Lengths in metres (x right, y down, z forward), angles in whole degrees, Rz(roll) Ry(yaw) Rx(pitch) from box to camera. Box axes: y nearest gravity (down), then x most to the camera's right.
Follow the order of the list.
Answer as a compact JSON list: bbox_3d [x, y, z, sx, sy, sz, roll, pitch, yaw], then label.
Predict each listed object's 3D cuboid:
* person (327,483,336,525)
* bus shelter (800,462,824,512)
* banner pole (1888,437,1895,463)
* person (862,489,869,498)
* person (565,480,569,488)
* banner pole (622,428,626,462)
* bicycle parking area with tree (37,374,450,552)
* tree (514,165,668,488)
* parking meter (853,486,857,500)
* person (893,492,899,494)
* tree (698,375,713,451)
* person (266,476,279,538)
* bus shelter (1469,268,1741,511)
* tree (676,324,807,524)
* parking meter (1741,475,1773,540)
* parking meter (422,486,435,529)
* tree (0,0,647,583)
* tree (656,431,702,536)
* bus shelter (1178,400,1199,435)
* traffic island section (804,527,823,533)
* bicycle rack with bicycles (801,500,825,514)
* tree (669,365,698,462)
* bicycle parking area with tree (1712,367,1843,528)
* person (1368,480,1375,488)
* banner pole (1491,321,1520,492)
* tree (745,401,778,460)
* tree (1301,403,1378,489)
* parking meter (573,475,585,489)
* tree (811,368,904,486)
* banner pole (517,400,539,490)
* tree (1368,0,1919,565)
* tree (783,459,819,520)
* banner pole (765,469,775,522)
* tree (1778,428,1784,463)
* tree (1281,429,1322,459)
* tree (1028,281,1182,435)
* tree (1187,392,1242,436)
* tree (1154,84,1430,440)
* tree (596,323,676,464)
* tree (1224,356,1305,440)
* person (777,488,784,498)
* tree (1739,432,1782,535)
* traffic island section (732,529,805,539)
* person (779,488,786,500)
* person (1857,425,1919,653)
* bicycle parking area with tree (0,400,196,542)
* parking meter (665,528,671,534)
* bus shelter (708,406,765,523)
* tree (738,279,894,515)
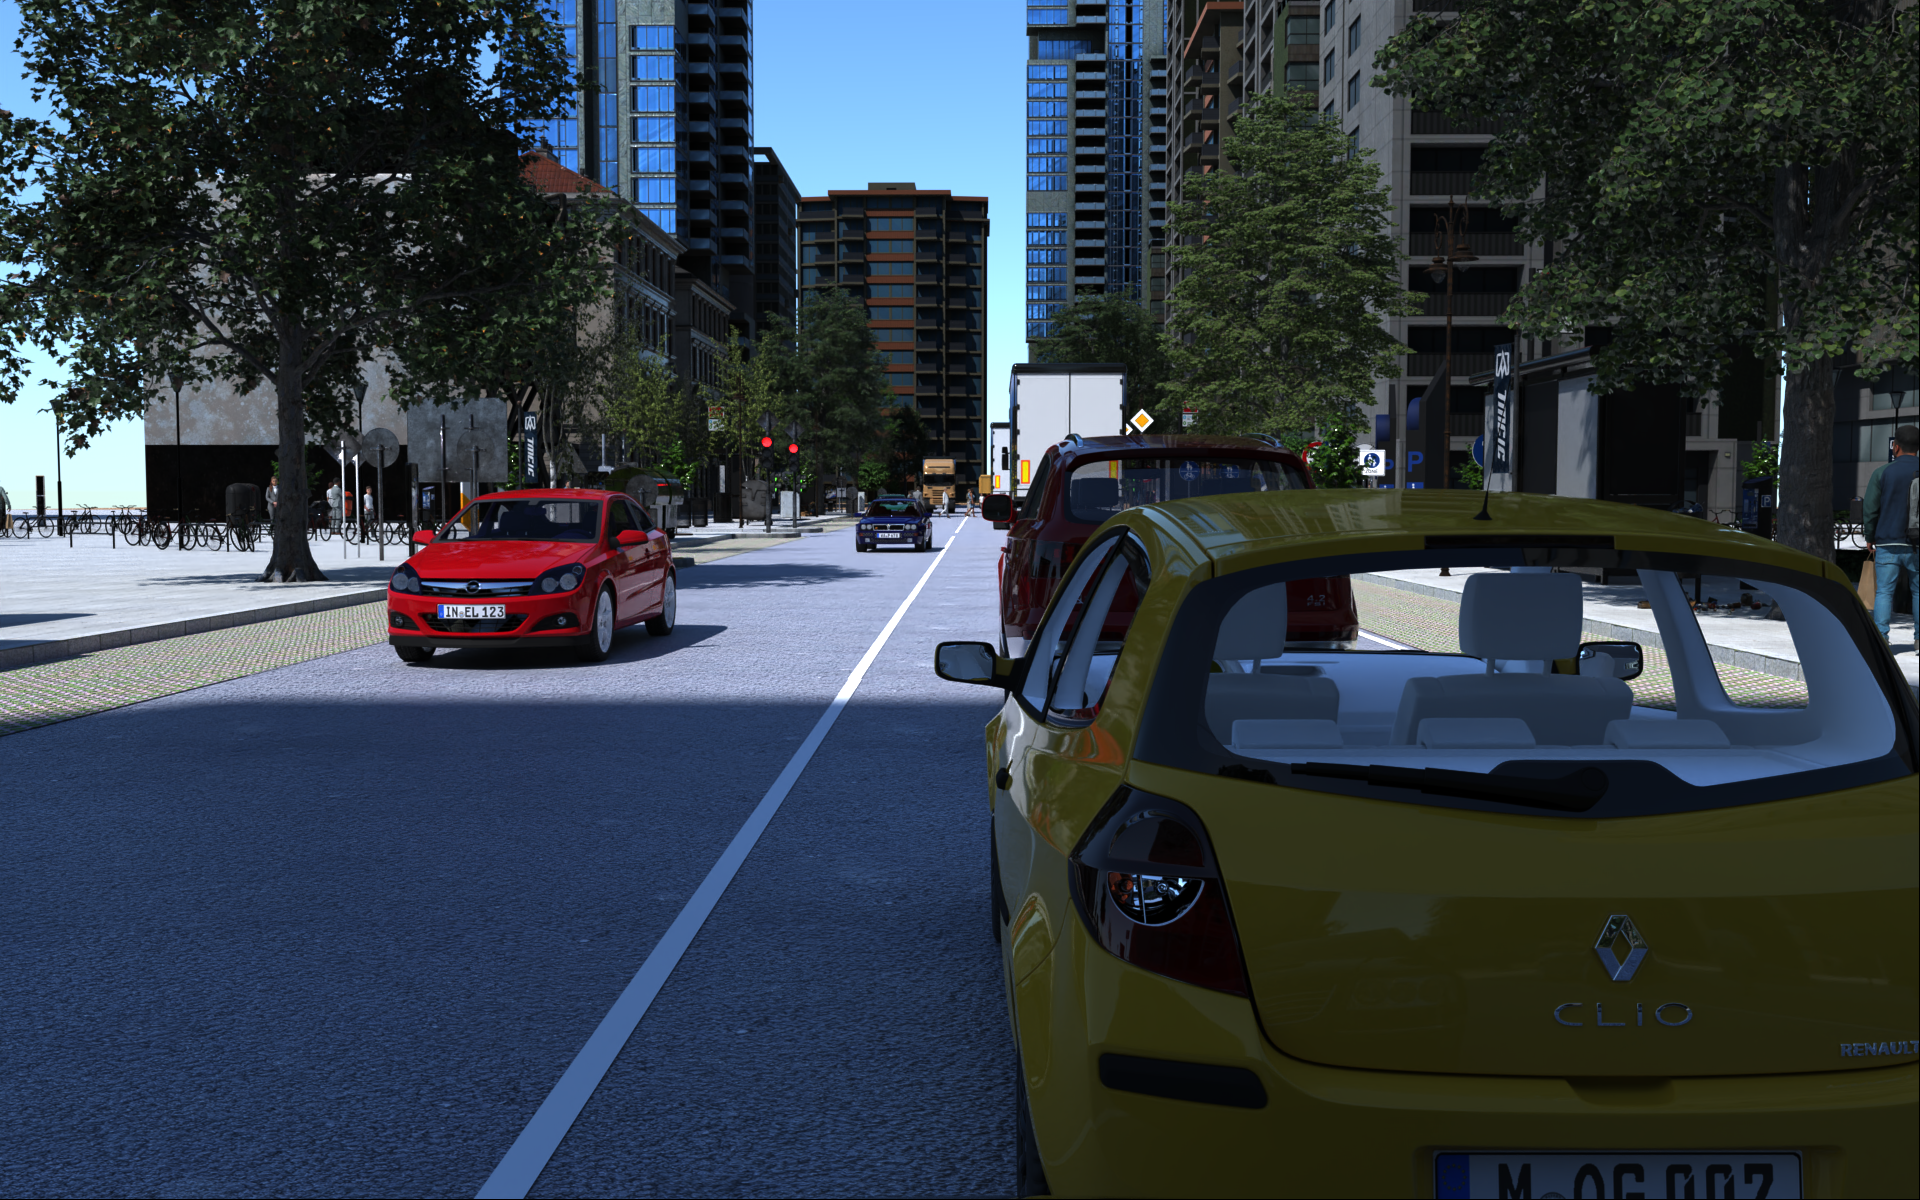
[{"bbox_3d":[-25.626,-3.931,70.893,0.480,1.755,0.524,1,4,18],"label":"person"},{"bbox_3d":[-9.900,-7.620,115.864,1.731,3.624,6.357,0,4,1],"label":"bus shelter"},{"bbox_3d":[36.152,-4.687,66.657,0.863,3.779,0.401,2,4,25],"label":"banner pole"},{"bbox_3d":[-9.527,-10.105,171.245,0.705,1.826,1.348,3,5,42],"label":"person"},{"bbox_3d":[-15.386,-3.774,67.775,0.620,1.820,0.660,2,4,28],"label":"person"},{"bbox_3d":[-12.858,-4.667,66.327,0.401,3.779,0.863,-1,4,-20],"label":"banner pole"},{"bbox_3d":[-16.851,-3.410,42.762,8.231,4.147,9.016,-3,5,-44],"label":"bicycle parking area with tree"},{"bbox_3d":[-9.166,-5.476,39.888,4.360,8.622,3.978,0,3,0],"label":"tree"},{"bbox_3d":[-7.675,-7.430,127.199,0.255,1.863,0.399,-2,4,-29],"label":"parking meter"},{"bbox_3d":[-7.257,-11.623,195.711,1.348,1.869,0.705,0,4,-3],"label":"person"},{"bbox_3d":[-16.192,-9.142,99.827,4.360,8.622,3.978,0,3,0],"label":"tree"},{"bbox_3d":[-19.544,-2.645,49.561,0.520,1.790,0.573,-3,4,-38],"label":"person"},{"bbox_3d":[9.900,-3.113,28.522,2.179,5.291,8.768,0,4,1],"label":"bus shelter"},{"bbox_3d":[-9.191,-7.601,74.645,4.737,8.622,4.395,0,3,0],"label":"tree"},{"bbox_3d":[10.707,-0.910,23.283,0.372,1.533,0.369,0,3,0],"label":"parking meter"},{"bbox_3d":[-16.974,-2.871,55.355,0.372,1.533,0.369,0,3,0],"label":"parking meter"},{"bbox_3d":[-9.777,-6.623,25.300,9.611,12.733,9.660,0,3,0],"label":"tree"},{"bbox_3d":[-8.726,-3.617,53.741,1.663,3.219,1.824,0,3,0],"label":"tree"},{"bbox_3d":[9.103,-5.750,71.643,2.179,5.291,8.768,0,4,1],"label":"bus shelter"},{"bbox_3d":[-6.242,-2.626,65.216,2.009,0.180,2.903,0,4,1],"label":"traffic island section"},{"bbox_3d":[-9.572,-5.717,106.859,2.925,0.926,2.852,-1,4,-16],"label":"bicycle rack with bicycles"},{"bbox_3d":[-16.367,-8.640,91.621,4.360,8.622,3.978,0,3,0],"label":"tree"},{"bbox_3d":[20.783,-3.051,36.890,9.016,4.147,8.231,0,4,-7],"label":"bicycle parking area with tree"},{"bbox_3d":[16.674,-3.922,70.074,0.836,1.842,0.656,2,4,32],"label":"person"},{"bbox_3d":[8.004,-2.161,25.354,0.401,3.779,0.863,-1,4,-12],"label":"banner pole"},{"bbox_3d":[-15.366,-11.221,133.829,4.360,8.622,3.978,0,3,0],"label":"tree"},{"bbox_3d":[8.131,-2.583,36.839,1.663,3.219,1.824,0,3,0],"label":"tree"},{"bbox_3d":[-11.394,-2.828,51.942,0.255,1.863,0.399,1,4,18],"label":"parking meter"},{"bbox_3d":[-8.205,-12.822,135.393,9.928,11.665,9.643,0,3,0],"label":"tree"},{"bbox_3d":[-11.582,-3.442,46.298,0.863,3.779,0.401,2,4,31],"label":"banner pole"},{"bbox_3d":[8.702,-6.760,17.183,9.857,13.997,8.962,0,3,0],"label":"tree"},{"bbox_3d":[-8.039,-5.634,86.721,1.663,3.219,1.824,0,3,0],"label":"tree"},{"bbox_3d":[-8.922,-5.545,80.683,0.401,3.779,0.863,1,4,17],"label":"banner pole"},{"bbox_3d":[62.351,-9.567,119.318,11.467,7.101,20.602,0,4,-1],"label":"tree"},{"bbox_3d":[16.349,-6.172,84.618,4.285,4.588,4.351,0,3,0],"label":"tree"},{"bbox_3d":[8.772,-12.009,102.998,9.857,13.997,8.962,0,3,0],"label":"tree"},{"bbox_3d":[17.152,-10.251,117.960,4.360,8.622,3.978,0,3,0],"label":"tree"},{"bbox_3d":[9.288,-7.977,48.559,7.486,12.596,7.792,0,3,0],"label":"tree"},{"bbox_3d":[-13.469,-7.565,74.050,4.737,8.622,4.395,0,3,0],"label":"tree"},{"bbox_3d":[15.967,-8.526,89.758,4.737,8.622,4.395,0,3,0],"label":"tree"},{"bbox_3d":[-16.410,-9.456,160.738,1.350,1.814,0.705,-2,4,-26],"label":"person"},{"bbox_3d":[25.390,-3.661,54.459,1.663,3.219,1.824,0,3,0],"label":"tree"},{"bbox_3d":[-6.348,-2.138,57.232,2.009,0.180,2.903,0,4,1],"label":"traffic island section"},{"bbox_3d":[-12.550,-7.140,123.457,0.731,1.740,0.598,0,4,3],"label":"person"},{"bbox_3d":[7.417,-0.469,13.701,0.713,1.824,0.794,-3,5,-44],"label":"person"},{"bbox_3d":[-29.979,-4.012,52.594,8.231,4.147,9.016,1,4,17],"label":"bicycle parking area with tree"},{"bbox_3d":[-8.540,-2.546,50.033,0.372,1.533,0.369,0,3,0],"label":"parking meter"},{"bbox_3d":[-10.346,-6.358,81.591,2.179,5.291,8.768,0,4,1],"label":"bus shelter"},{"bbox_3d":[-8.532,-12.100,104.498,9.857,13.997,8.962,0,3,0],"label":"tree"}]
